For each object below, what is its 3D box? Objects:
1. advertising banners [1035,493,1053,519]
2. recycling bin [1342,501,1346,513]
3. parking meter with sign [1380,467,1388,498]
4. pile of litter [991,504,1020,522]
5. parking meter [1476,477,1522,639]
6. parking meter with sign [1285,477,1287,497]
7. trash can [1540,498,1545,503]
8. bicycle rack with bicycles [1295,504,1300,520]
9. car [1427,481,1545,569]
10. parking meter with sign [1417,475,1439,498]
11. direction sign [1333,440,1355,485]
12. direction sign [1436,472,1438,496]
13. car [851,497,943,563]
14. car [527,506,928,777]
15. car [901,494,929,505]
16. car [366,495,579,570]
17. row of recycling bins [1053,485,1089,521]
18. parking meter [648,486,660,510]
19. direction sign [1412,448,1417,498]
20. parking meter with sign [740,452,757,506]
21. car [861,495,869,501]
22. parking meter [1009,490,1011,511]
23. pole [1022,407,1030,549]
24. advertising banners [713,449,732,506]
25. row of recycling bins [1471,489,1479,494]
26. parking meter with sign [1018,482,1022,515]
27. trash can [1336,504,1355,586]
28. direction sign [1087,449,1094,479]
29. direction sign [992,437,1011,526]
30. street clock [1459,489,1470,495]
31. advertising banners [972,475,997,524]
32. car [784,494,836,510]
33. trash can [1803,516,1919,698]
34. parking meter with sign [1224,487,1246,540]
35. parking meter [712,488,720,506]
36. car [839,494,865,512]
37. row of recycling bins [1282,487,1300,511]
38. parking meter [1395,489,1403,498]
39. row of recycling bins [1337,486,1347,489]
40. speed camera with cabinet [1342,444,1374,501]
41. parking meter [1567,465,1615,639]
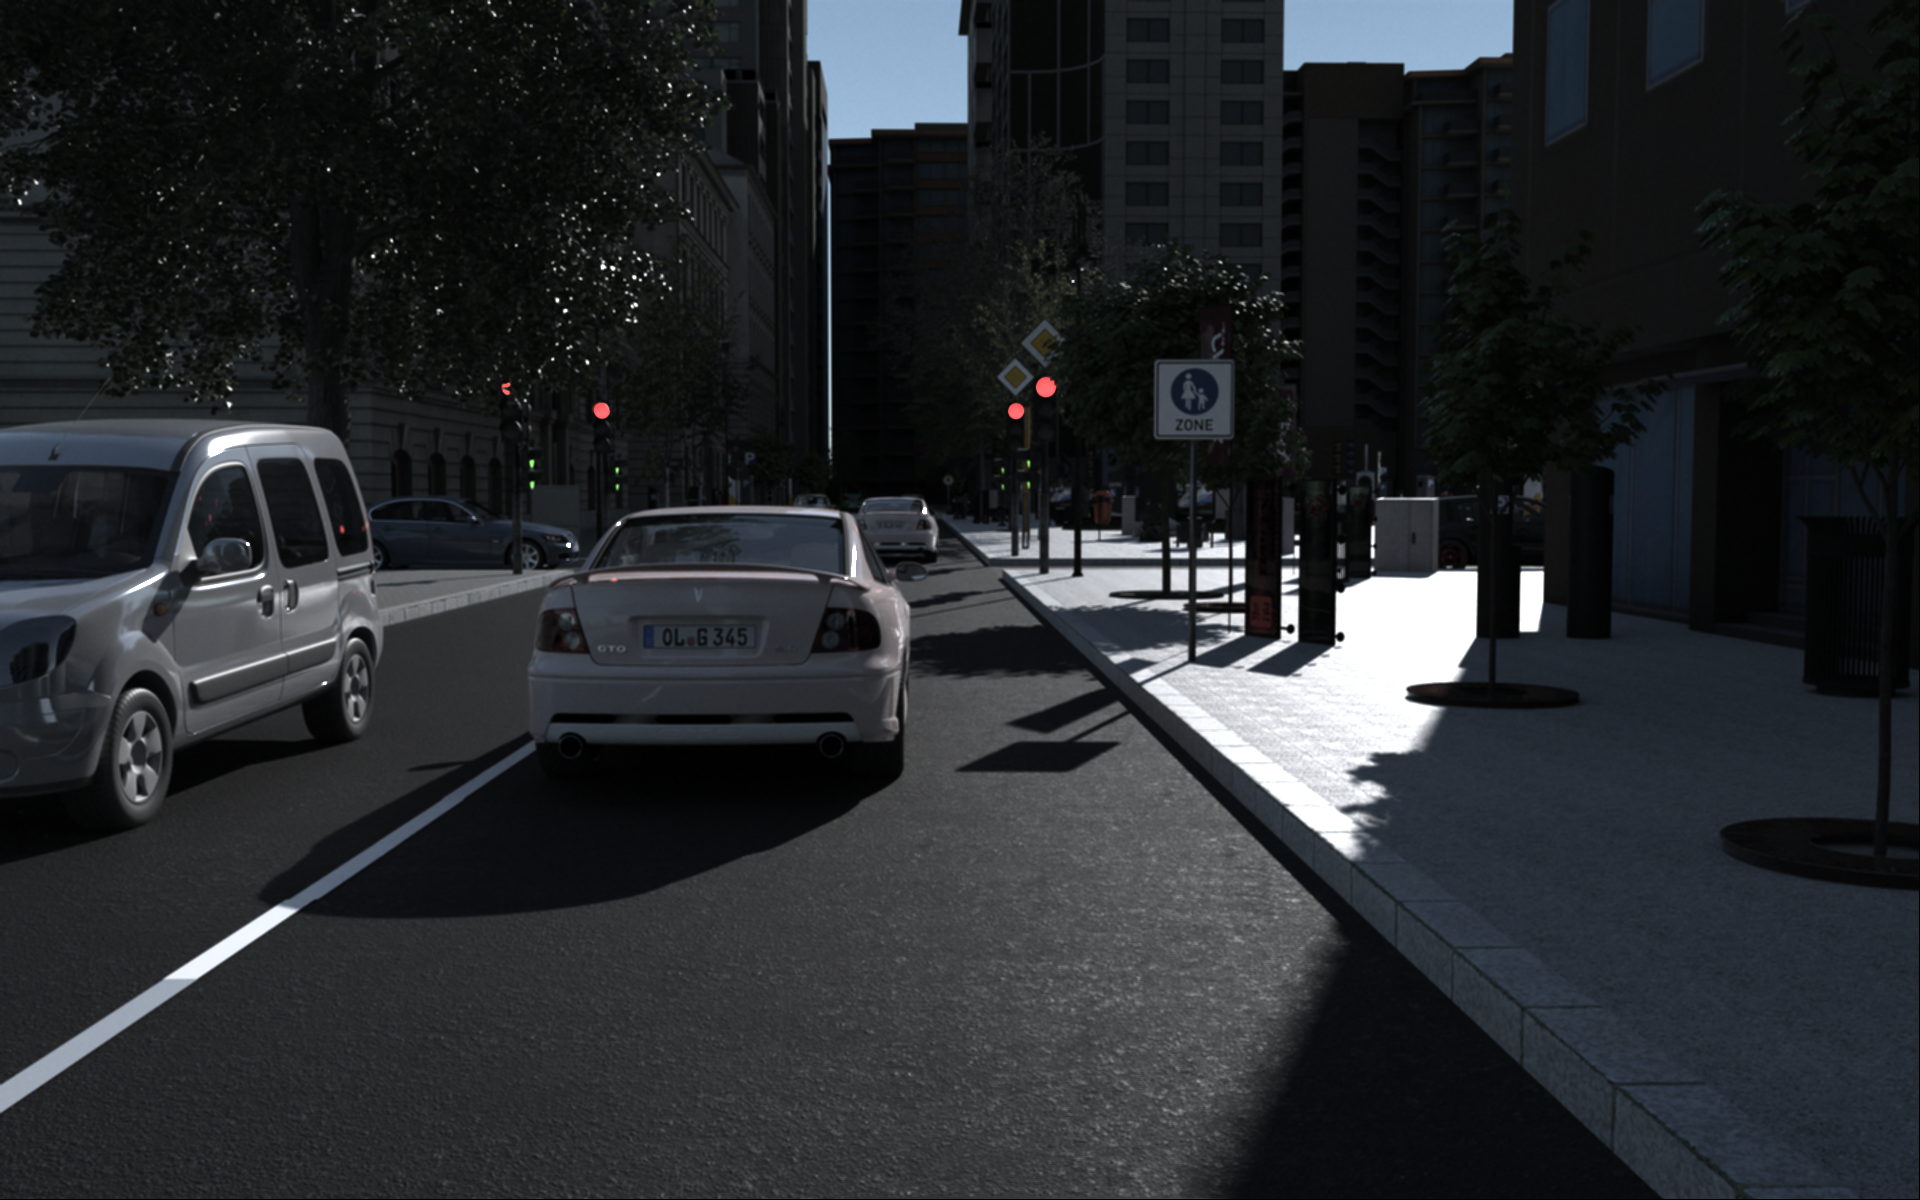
[{"bbox_3d":[4.050,-5.627,88.193,2.074,3.025,0.090,3,5,43],"label":"advertising banners"},{"bbox_3d":[14.798,-3.272,66.044,0.722,1.027,0.722,0,4,-3],"label":"recycling bin"},{"bbox_3d":[26.950,-6.982,110.417,0.543,3.016,1.738,1,4,14],"label":"parking meter with sign"},{"bbox_3d":[2.129,-4.004,79.432,1.719,0.858,1.176,-3,5,-39],"label":"pile of litter"},{"bbox_3d":[4.824,-0.433,15.489,0.372,1.533,0.369,0,3,0],"label":"parking meter"},{"bbox_3d":[12.372,-4.517,70.110,1.738,3.016,0.543,1,4,23],"label":"parking meter with sign"},{"bbox_3d":[34.565,-5.618,103.512,0.748,1.137,0.748,0,3,0],"label":"trash can"},{"bbox_3d":[18.274,-4.548,87.737,2.925,0.926,2.852,-2,4,-27],"label":"bicycle rack with bicycles"},{"bbox_3d":[9.995,-1.313,31.252,4.222,1.686,2.009,0,3,0],"label":"car"},{"bbox_3d":[18.612,-4.459,69.162,0.543,3.016,1.738,-1,4,-20],"label":"parking meter with sign"},{"bbox_3d":[16.113,-4.943,72.817,0.876,3.537,0.379,1,4,17],"label":"direction sign"},{"bbox_3d":[28.163,-6.741,102.214,0.379,3.537,0.876,0,4,7],"label":"direction sign"},{"bbox_3d":[-1.405,-1.545,37.629,2.083,1.381,4.827,0,4,0],"label":"car"},{"bbox_3d":[-1.230,0.134,10.163,2.083,1.381,4.827,0,4,-1],"label":"car"},{"bbox_3d":[-2.851,-5.593,103.451,2.014,1.417,4.499,0,4,0],"label":"car"},{"bbox_3d":[-9.209,-1.190,31.463,4.499,1.417,2.014,0,4,-1],"label":"car"},{"bbox_3d":[5.255,-4.564,81.742,1.069,1.692,3.534,-1,4,-14],"label":"row of recycling bins"},{"bbox_3d":[-9.248,-2.691,52.416,0.372,1.533,0.369,0,3,0],"label":"parking meter"},{"bbox_3d":[22.594,-5.757,86.118,0.379,3.537,0.876,0,4,2],"label":"direction sign"},{"bbox_3d":[-8.670,-4.540,70.493,0.543,3.016,1.738,0,4,2],"label":"parking meter with sign"},{"bbox_3d":[-8.962,-8.783,156.182,1.945,1.354,3.894,0,4,-1],"label":"car"},{"bbox_3d":[2.658,-4.865,87.946,0.372,1.533,0.369,0,3,0],"label":"parking meter"},{"bbox_3d":[1.551,-2.858,40.577,0.158,3.312,0.155,0,3,0],"label":"pole"},{"bbox_3d":[-9.131,-4.319,66.804,0.090,3.025,2.074,1,4,12],"label":"advertising banners"},{"bbox_3d":[26.983,-4.936,87.820,1.069,1.692,3.534,-1,4,-9],"label":"row of recycling bins"},{"bbox_3d":[3.680,-6.807,107.553,0.543,3.016,1.738,-2,4,-32],"label":"parking meter with sign"},{"bbox_3d":[5.113,-0.761,24.094,0.748,1.137,0.748,0,3,0],"label":"trash can"},{"bbox_3d":[6.827,-5.860,87.807,0.876,3.537,0.379,-1,4,-20],"label":"direction sign"},{"bbox_3d":[1.697,-4.732,69.370,0.876,3.537,0.379,2,4,26],"label":"direction sign"},{"bbox_3d":[17.107,-3.314,58.749,0.471,2.002,0.358,1,4,22],"label":"street clock"},{"bbox_3d":[1.102,-4.796,74.595,0.090,3.025,2.074,-2,4,-31],"label":"advertising banners"},{"bbox_3d":[-5.900,-3.575,68.669,2.015,1.641,3.980,0,4,0],"label":"car"},{"bbox_3d":[5.754,0.034,11.097,0.748,1.137,0.748,0,3,0],"label":"trash can"},{"bbox_3d":[7.976,-3.194,48.489,0.543,3.016,1.738,-1,4,-20],"label":"parking meter with sign"},{"bbox_3d":[-10.727,-4.147,76.208,0.372,1.533,0.369,0,3,0],"label":"parking meter"},{"bbox_3d":[-8.031,-7.352,129.008,1.959,1.807,4.718,0,4,-2],"label":"car"},{"bbox_3d":[18.822,-5.840,102.595,3.534,1.692,1.069,0,4,-4],"label":"row of recycling bins"},{"bbox_3d":[22.796,-4.988,89.965,0.372,1.533,0.369,0,3,0],"label":"parking meter"},{"bbox_3d":[20.364,-5.158,91.439,1.069,1.692,3.534,-2,4,-35],"label":"row of recycling bins"},{"bbox_3d":[15.438,-4.565,68.976,2.038,3.252,0.660,1,4,17],"label":"speed camera with cabinet"},{"bbox_3d":[5.625,-0.431,15.450,0.372,1.533,0.369,0,3,0],"label":"parking meter"}]
